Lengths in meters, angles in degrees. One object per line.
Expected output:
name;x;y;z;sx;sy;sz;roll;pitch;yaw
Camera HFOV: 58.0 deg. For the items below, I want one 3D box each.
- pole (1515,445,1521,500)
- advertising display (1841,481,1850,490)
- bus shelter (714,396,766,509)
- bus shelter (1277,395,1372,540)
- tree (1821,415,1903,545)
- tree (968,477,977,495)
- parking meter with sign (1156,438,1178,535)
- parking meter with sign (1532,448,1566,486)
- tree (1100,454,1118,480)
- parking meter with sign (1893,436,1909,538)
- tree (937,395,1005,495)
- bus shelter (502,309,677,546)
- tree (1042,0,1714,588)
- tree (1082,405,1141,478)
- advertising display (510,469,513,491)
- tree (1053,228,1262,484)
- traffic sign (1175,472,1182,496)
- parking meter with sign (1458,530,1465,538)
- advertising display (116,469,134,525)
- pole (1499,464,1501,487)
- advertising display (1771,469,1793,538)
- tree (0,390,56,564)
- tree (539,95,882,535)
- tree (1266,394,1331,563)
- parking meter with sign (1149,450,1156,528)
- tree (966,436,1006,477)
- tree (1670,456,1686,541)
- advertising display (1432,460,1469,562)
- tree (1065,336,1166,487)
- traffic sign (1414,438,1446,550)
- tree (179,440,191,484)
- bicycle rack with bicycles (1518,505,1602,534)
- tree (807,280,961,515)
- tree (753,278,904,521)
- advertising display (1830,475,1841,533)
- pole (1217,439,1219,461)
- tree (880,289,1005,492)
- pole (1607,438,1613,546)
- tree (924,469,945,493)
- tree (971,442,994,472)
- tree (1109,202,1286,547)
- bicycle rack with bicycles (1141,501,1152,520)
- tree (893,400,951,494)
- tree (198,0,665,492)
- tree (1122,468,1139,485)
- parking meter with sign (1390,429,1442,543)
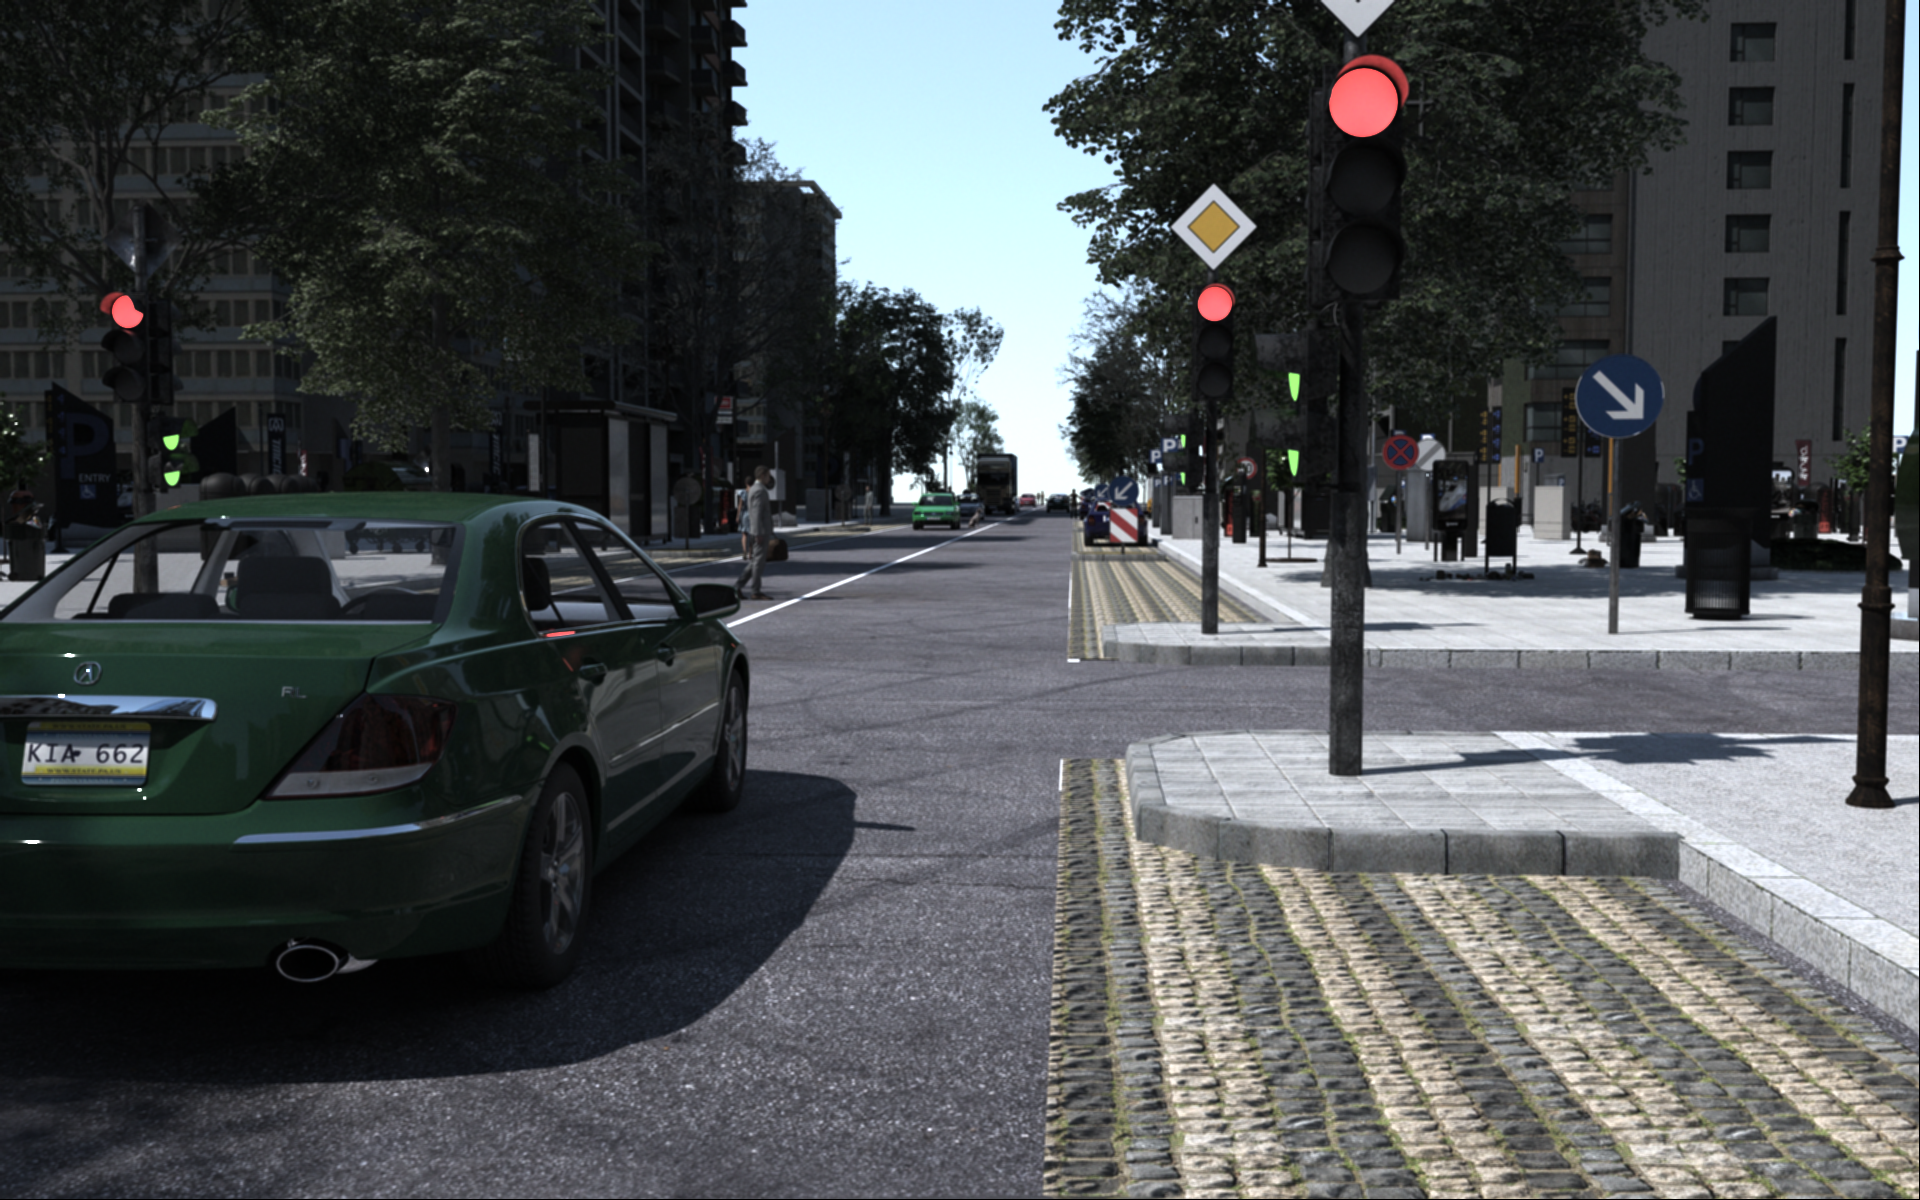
pole;23.125;-4.770;71.839;0.158;3.312;0.155;0;3;0
advertising display;32.437;-3.573;63.626;0.974;1.923;0.123;0;4;-5
bus shelter;-8.786;-5.861;73.464;2.179;5.291;8.768;0;4;4
bus shelter;10.715;-4.586;52.612;2.179;5.291;8.768;0;4;4
tree;22.284;-2.928;42.482;1.663;3.219;1.824;0;3;0
tree;1.396;-11.838;188.145;1.663;3.219;1.824;0;3;0
parking meter with sign;6.566;-3.572;54.656;0.543;3.016;1.738;0;4;5
parking meter with sign;22.293;-4.202;64.964;0.543;3.016;1.738;-2;4;-28
tree;16.931;-14.909;194.119;4.737;8.622;4.395;0;3;0
parking meter with sign;27.834;-3.345;50.954;0.543;3.016;1.738;1;4;12
tree;0.966;-15.669;181.942;9.928;11.665;9.643;0;3;0
bus shelter;-8.635;-3.825;40.165;2.179;5.291;8.768;0;4;4
tree;5.307;-7.154;23.622;9.857;13.997;8.962;0;3;0
tree;16.583;-15.730;182.937;9.928;11.665;9.643;0;3;0
advertising display;-11.739;-2.451;45.286;0.123;1.923;0.974;-1;4;-15
tree;9.411;-10.285;78.536;12.009;13.543;11.850;0;3;0
traffic sign;7.743;-3.793;62.116;0.768;2.556;0.104;1;4;13
parking meter with sign;14.207;-3.320;50.543;1.738;3.016;0.543;-2;4;-34
advertising display;-21.710;-2.452;45.309;0.123;1.923;0.974;2;4;32
pole;27.978;-5.858;89.627;0.158;3.312;0.155;0;3;0
advertising display;20.607;-2.372;43.998;0.974;1.923;0.123;1;4;12
tree;-17.682;-2.302;32.243;1.663;3.219;1.824;0;3;0
tree;-7.952;-8.794;54.157;12.009;13.543;11.850;0;3;0
tree;6.180;-2.331;32.714;1.663;3.219;1.824;0;3;0
parking meter with sign;7.621;-4.325;66.971;0.543;3.016;1.738;0;4;4
tree;4.269;-19.254;249.217;7.601;10.594;8.767;1;4;10
tree;20.412;-3.260;47.901;1.663;3.219;1.824;0;3;0
advertising display;9.338;-1.699;32.995;0.974;1.923;0.123;-3;4;-38
tree;11.092;-12.523;122.885;7.486;12.596;7.792;0;3;0
traffic sign;10.705;-2.417;39.618;0.768;2.556;0.104;1;4;9
tree;-25.477;-3.799;56.707;1.663;3.219;1.824;0;3;0
bicycle rack with bicycles;19.710;-2.671;57.058;2.852;0.926;2.925;-1;4;-18
tree;-4.463;-12.123;104.868;9.857;13.997;8.962;0;3;0
tree;-6.464;-9.635;83.280;9.928;11.665;9.643;0;3;0
advertising display;29.065;-3.200;57.535;0.123;1.923;0.974;2;4;24
pole;9.550;-4.336;64.742;0.158;3.312;0.155;0;3;0
tree;-2.530;-18.640;160.658;12.611;20.169;13.585;0;3;0
pole;16.037;-2.983;42.613;0.158;3.312;0.155;0;3;0
tree;-2.151;-8.444;132.660;1.663;3.219;1.824;0;3;0
tree;3.460;-17.087;229.736;4.737;8.622;4.395;0;3;0
tree;5.990;-5.570;41.430;4.360;8.622;3.978;0;3;0
bicycle rack with bicycles;9.970;-4.320;84.014;2.925;0.926;2.852;-1;4;-22
tree;-2.672;-10.821;127.281;4.360;8.622;3.978;0;3;0
tree;-9.164;-6.879;30.598;7.486;12.596;7.792;0;3;0
tree;11.559;-7.483;116.952;1.663;3.219;1.824;0;3;0
parking meter with sign;12.304;-3.055;46.211;0.543;3.016;1.738;-2;4;-34
